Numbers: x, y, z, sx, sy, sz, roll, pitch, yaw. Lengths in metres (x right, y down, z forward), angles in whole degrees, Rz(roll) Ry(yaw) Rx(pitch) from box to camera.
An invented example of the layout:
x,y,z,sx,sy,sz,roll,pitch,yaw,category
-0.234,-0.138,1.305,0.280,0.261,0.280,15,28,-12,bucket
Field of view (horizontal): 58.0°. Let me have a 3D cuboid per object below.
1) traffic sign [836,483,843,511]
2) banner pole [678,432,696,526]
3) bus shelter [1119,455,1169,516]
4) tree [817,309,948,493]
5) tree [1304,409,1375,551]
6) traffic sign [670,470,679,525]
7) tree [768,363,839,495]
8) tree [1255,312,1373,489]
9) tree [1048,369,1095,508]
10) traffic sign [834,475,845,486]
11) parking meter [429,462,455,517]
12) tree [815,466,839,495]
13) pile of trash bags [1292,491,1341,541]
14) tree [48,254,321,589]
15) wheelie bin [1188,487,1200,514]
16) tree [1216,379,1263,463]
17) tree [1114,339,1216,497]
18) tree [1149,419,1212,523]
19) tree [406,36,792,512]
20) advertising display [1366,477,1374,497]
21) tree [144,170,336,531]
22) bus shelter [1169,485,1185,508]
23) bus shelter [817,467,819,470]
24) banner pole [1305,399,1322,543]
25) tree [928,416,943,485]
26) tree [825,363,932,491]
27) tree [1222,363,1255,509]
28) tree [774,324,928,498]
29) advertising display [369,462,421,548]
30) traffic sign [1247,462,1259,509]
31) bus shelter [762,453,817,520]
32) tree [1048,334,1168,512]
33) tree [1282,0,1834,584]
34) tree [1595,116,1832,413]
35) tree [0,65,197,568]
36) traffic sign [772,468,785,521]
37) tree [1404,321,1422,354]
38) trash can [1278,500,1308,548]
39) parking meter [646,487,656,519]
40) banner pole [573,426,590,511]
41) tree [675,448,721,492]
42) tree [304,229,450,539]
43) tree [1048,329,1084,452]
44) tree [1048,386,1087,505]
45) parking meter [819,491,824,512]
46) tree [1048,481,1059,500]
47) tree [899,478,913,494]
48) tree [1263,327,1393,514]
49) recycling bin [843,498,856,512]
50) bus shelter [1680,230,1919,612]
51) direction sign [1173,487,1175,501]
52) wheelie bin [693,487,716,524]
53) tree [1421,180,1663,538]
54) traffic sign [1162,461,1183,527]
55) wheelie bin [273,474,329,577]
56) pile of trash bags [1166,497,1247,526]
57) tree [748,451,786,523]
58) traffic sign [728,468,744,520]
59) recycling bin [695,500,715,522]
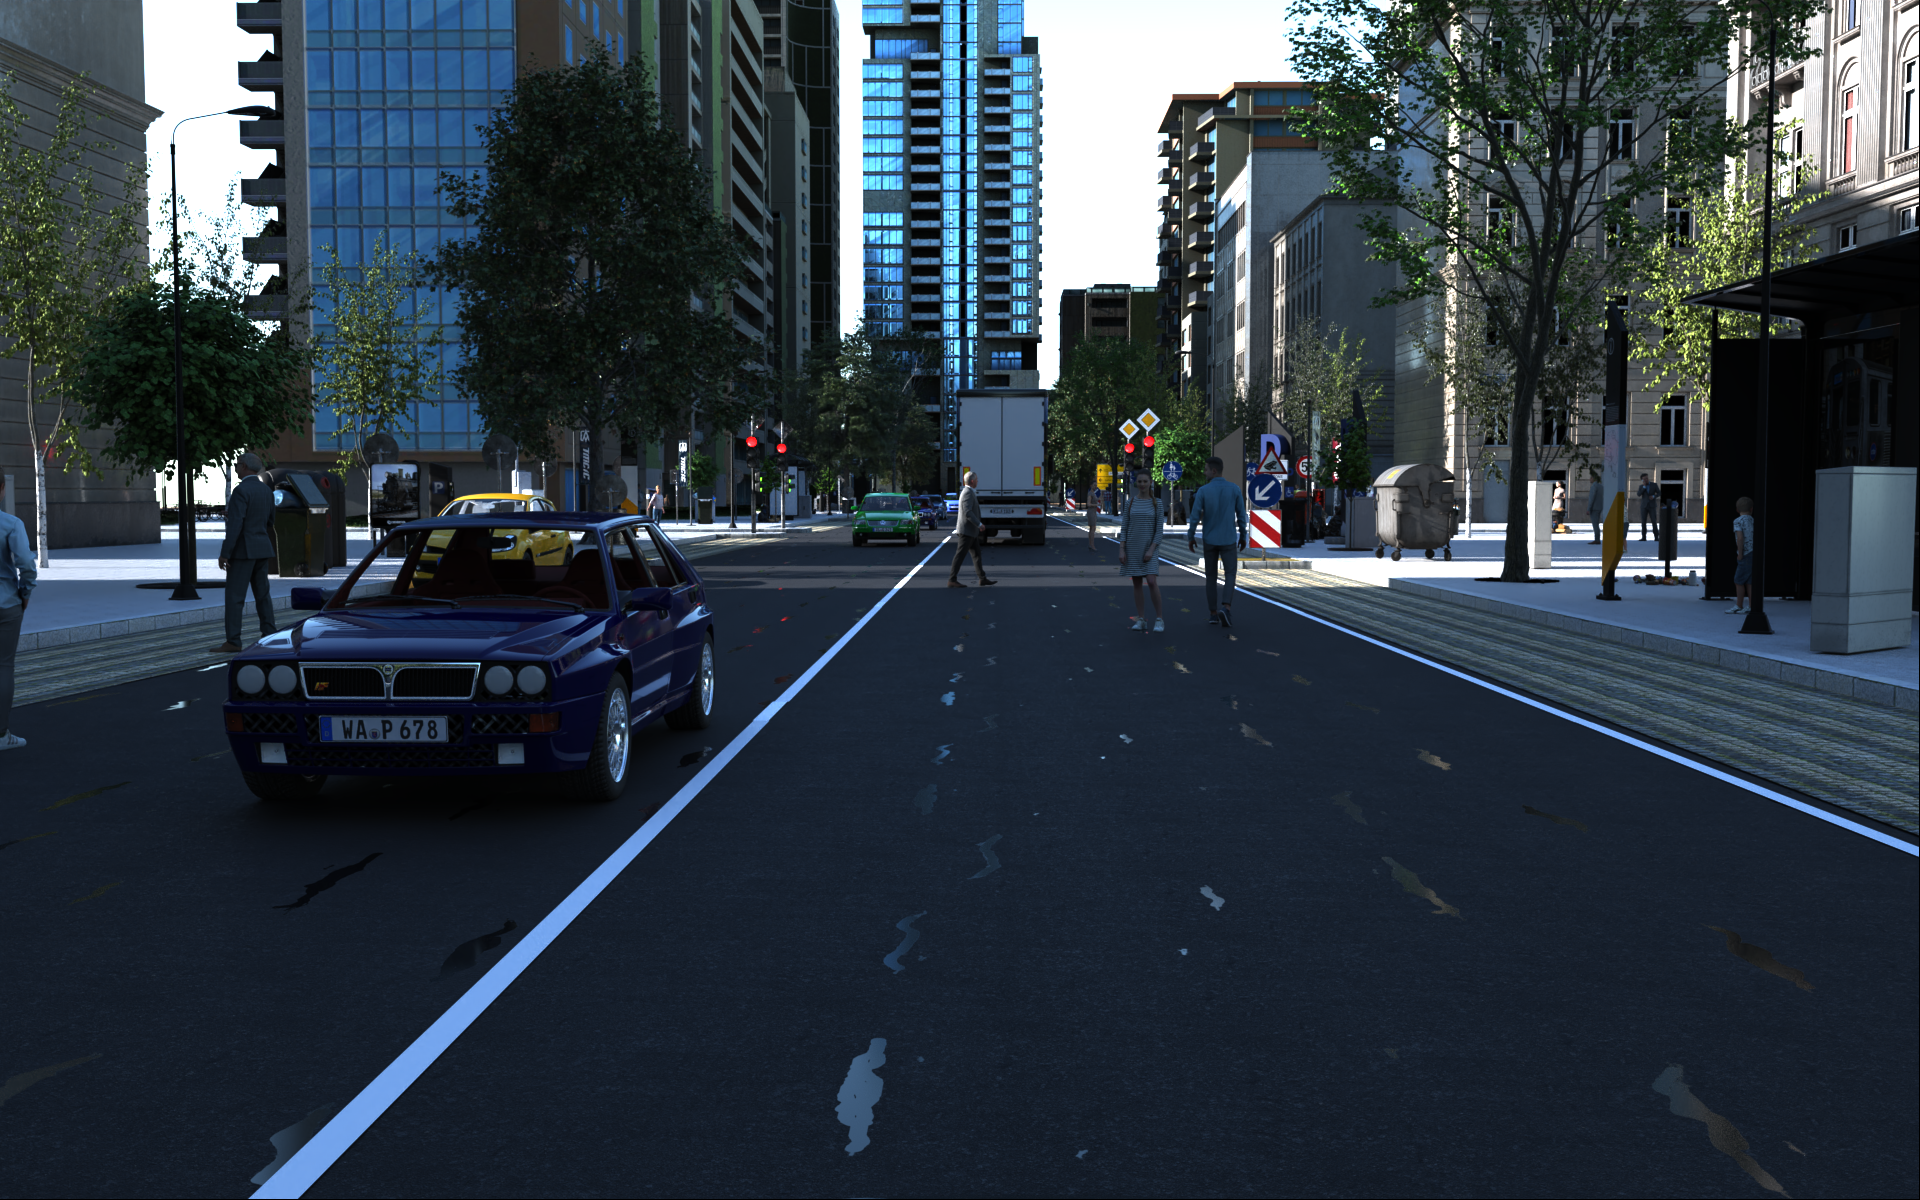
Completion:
x,y,z,sx,sy,sz,roll,pitch,yaw,category
-9.494,-8.213,134.385,0.768,2.556,0.104,0,4,4,traffic sign
-11.108,-4.911,70.306,0.863,3.779,0.401,2,4,31,banner pole
9.612,-5.969,91.516,2.014,3.302,5.546,0,4,1,bus shelter
-7.921,-19.725,178.400,12.611,20.169,13.585,0,3,0,tree
8.943,-2.739,39.391,1.663,3.219,1.824,0,3,0,tree
-11.781,-4.280,72.104,0.606,2.300,0.079,0,4,2,traffic sign
-8.549,-8.938,96.495,4.360,8.622,3.978,0,3,0,tree
14.330,-7.293,69.604,4.360,8.622,3.978,0,3,0,tree
10.108,-14.578,156.482,7.486,12.596,7.792,0,3,0,tree
-8.126,-7.132,116.345,0.795,2.593,0.064,0,4,8,traffic sign
-9.422,-1.578,31.508,0.399,1.863,0.255,0,4,3,parking meter
-8.815,-7.348,114.737,1.663,3.219,1.824,0,3,0,tree
10.119,-2.372,48.537,1.912,1.369,3.447,2,4,30,pile of trash bags
-10.748,-2.460,23.943,4.285,4.588,4.351,0,3,0,tree
11.396,-4.608,83.256,0.693,1.594,0.980,-1,4,-21,wheelie bin
17.853,-9.738,109.577,4.737,8.622,4.395,0,3,0,tree
9.512,-8.136,83.391,4.737,8.622,4.395,0,3,0,tree
9.701,-5.646,76.031,4.285,4.588,4.351,0,3,0,tree
-9.275,-7.768,44.017,9.611,12.733,9.660,0,3,0,tree
15.687,-3.751,66.537,0.123,1.923,0.974,2,4,33,advertising display
-16.978,-5.503,40.335,4.360,8.622,3.978,0,3,0,tree
11.593,-6.320,97.263,2.014,3.302,5.546,0,4,1,bus shelter
-9.571,-6.624,102.224,2.014,3.302,5.546,0,4,1,bus shelter
9.334,-3.413,45.815,0.401,3.779,0.863,3,5,40,banner pole
-6.907,-18.654,211.651,9.857,13.997,8.962,0,3,0,tree
-7.742,-15.118,157.550,12.009,13.543,11.850,0,3,0,tree
15.853,-8.699,92.590,4.360,8.622,3.978,0,3,0,tree
-8.538,-13.555,128.277,9.857,13.997,8.962,0,3,0,tree
-11.443,-1.829,35.115,0.974,1.923,0.123,0,4,-7,advertising display
11.675,-4.241,69.442,0.768,2.556,0.104,0,4,2,traffic sign
-8.587,-5.671,86.651,2.014,3.302,5.546,0,4,1,bus shelter
10.373,-12.718,124.949,9.611,12.733,9.660,0,3,0,tree
8.269,-6.062,24.872,9.928,11.665,9.643,0,3,0,tree
14.537,-5.056,33.025,4.737,8.622,4.395,0,3,0,tree
-15.694,-4.864,29.889,4.737,8.622,4.395,0,3,0,tree
-8.505,-4.891,79.976,0.884,2.594,0.081,0,4,3,traffic sign
15.011,-6.098,50.067,4.360,8.622,3.978,0,3,0,tree
7.955,-1.825,41.493,0.748,1.137,0.748,0,3,0,trash can
-11.745,-3.516,65.891,0.372,1.533,0.369,0,3,0,parking meter
-12.306,-4.057,56.356,0.863,3.779,0.401,-2,4,-31,banner pole
-18.681,-8.549,123.482,4.285,4.588,4.351,0,3,0,tree
-16.629,-6.033,49.009,4.737,8.622,4.395,0,3,0,tree
9.518,-11.084,106.986,9.928,11.665,9.643,0,3,0,tree
12.211,-18.203,204.279,9.857,13.997,8.962,0,3,0,tree
-10.027,-7.170,125.632,0.372,1.533,0.369,0,3,0,parking meter
11.415,-13.434,214.242,1.663,3.219,1.824,0,3,0,tree
-6.295,-12.657,201.549,1.663,3.219,1.824,0,3,0,tree
16.953,-7.766,77.334,4.737,8.622,4.395,0,3,0,tree
-7.748,-6.659,121.433,0.722,1.027,0.722,-2,4,-30,recycling bin
9.440,-1.623,17.824,1.731,3.624,6.357,0,4,1,bus shelter
9.921,-5.402,80.327,0.379,3.537,0.876,0,4,2,direction sign
-10.907,-4.036,73.898,0.980,1.594,0.693,-1,4,-9,wheelie bin
13.882,-5.529,40.761,4.360,8.622,3.978,0,3,0,tree
8.170,-4.071,66.662,0.768,2.556,0.104,0,4,4,traffic sign
-10.262,-1.159,26.864,0.693,1.594,0.980,1,4,8,wheelie bin
10.088,-3.756,71.156,3.447,1.369,1.912,1,4,21,pile of trash bags
-8.522,-5.086,77.761,1.663,3.219,1.824,0,3,0,tree
-10.928,-5.157,84.427,0.768,2.556,0.104,0,4,6,traffic sign
-11.590,-4.048,78.742,0.722,1.027,0.722,-2,4,-31,recycling bin
